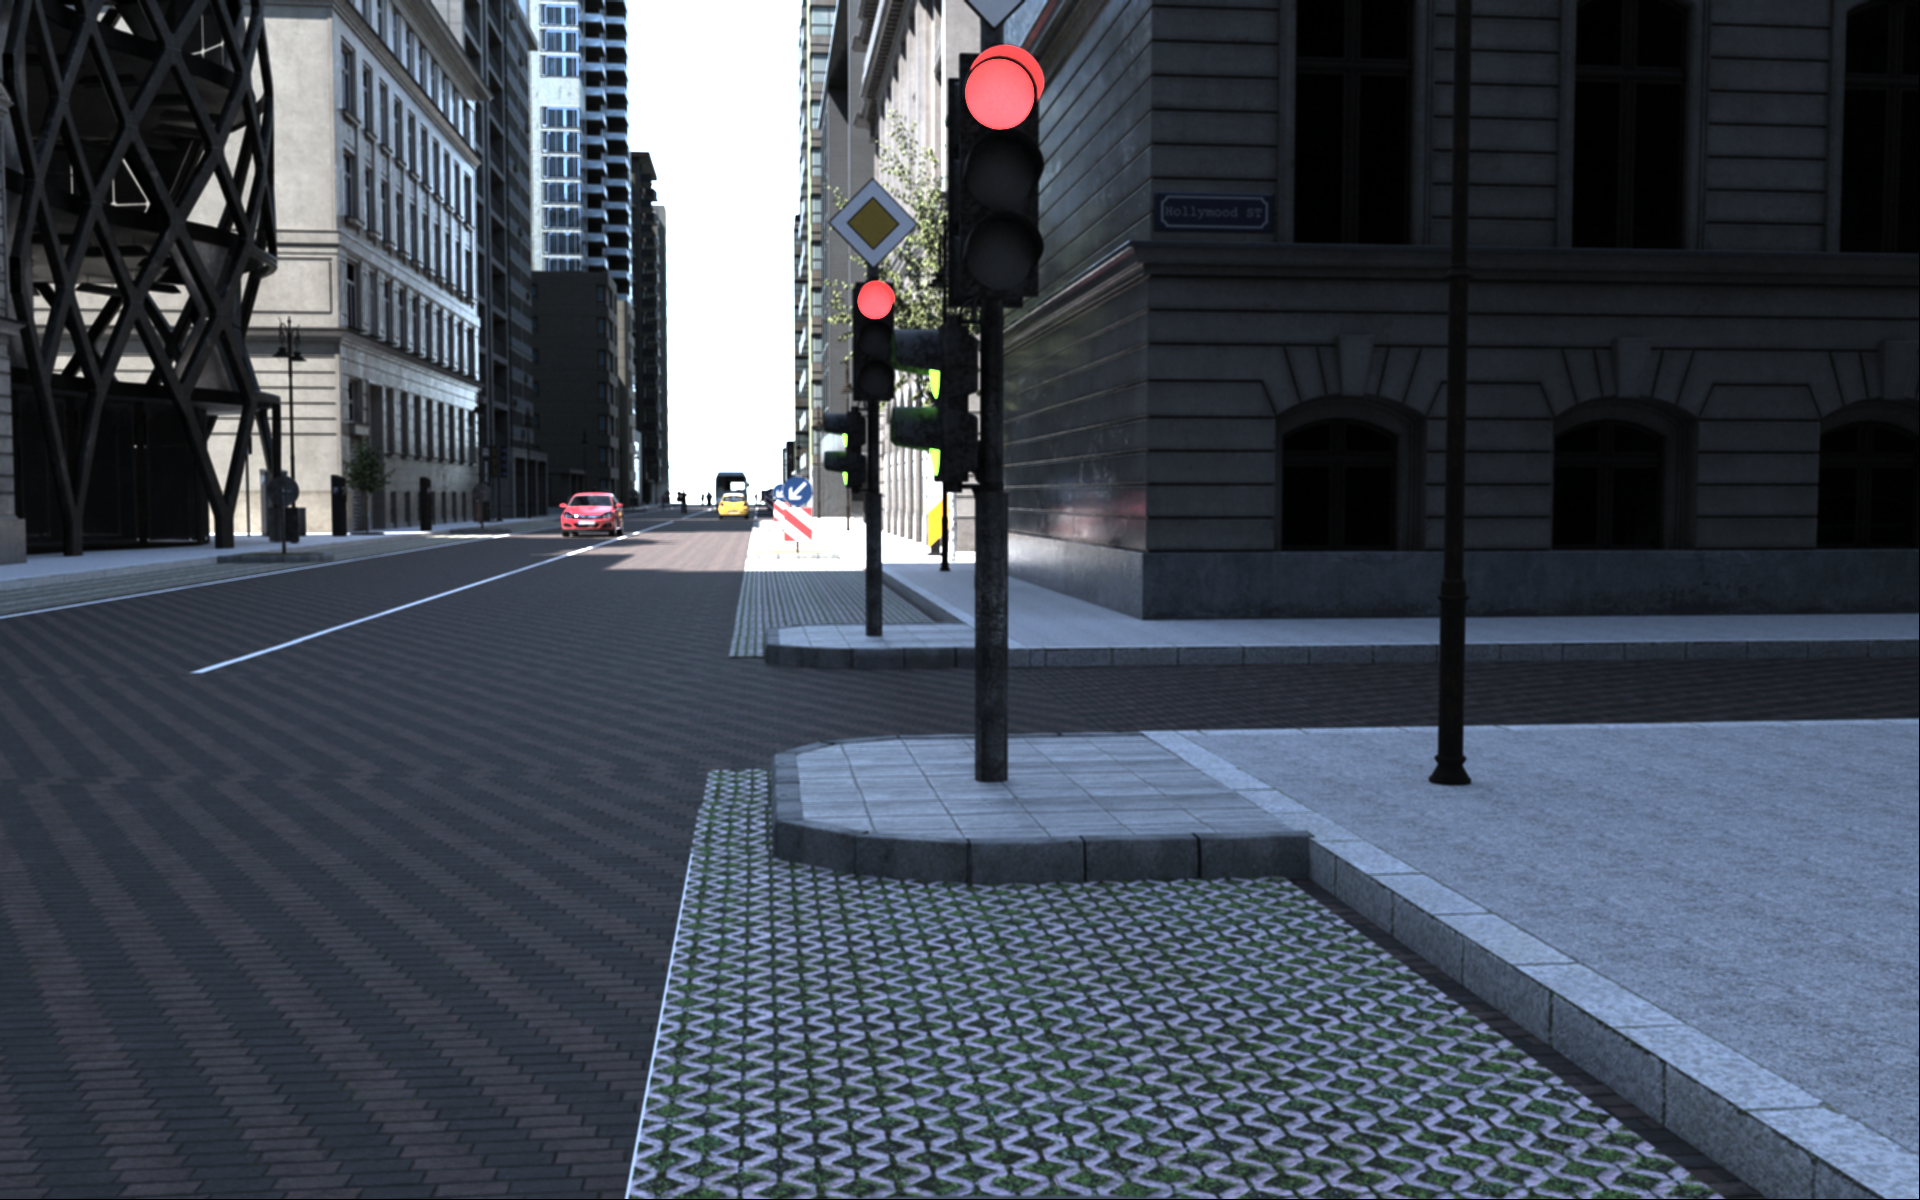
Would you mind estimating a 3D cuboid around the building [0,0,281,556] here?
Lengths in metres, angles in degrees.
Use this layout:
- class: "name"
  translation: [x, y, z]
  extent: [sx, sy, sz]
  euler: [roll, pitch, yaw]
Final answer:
- class: "building"
  translation: [-25.440, -10.590, 40.604]
  extent: [16.820, 18.784, 16.811]
  euler: [0, 4, -7]

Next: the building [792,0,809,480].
- class: "building"
  translation: [-2.755, -32.545, 151.713]
  extent: [23.786, 49.044, 30.456]
  euler: [0, 4, -7]

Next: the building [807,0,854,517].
- class: "building"
  translation: [-1.943, -25.575, 101.743]
  extent: [14.154, 41.232, 14.086]
  euler: [0, 4, -7]

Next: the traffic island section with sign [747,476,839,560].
- class: "traffic island section with sign"
  translation: [-3.725, -1.822, 38.422]
  extent: [1.989, 1.847, 2.006]
  euler: [0, 4, -7]

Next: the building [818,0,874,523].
- class: "building"
  translation: [1.400, -15.743, 76.470]
  extent: [14.314, 24.678, 30.058]
  euler: [0, 4, -7]

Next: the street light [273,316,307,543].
- class: "street light"
  translation: [-17.428, -4.427, 45.170]
  extent: [0.468, 5.910, 1.993]
  euler: [0, 4, -7]

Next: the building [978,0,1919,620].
- class: "building"
  translation: [18.082, -12.528, 23.922]
  extent: [34.723, 24.649, 14.460]
  euler: [0, 4, -7]

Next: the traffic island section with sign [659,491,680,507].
- class: "traffic island section with sign"
  translation: [-32.676, -11.339, 194.012]
  extent: [1.989, 1.847, 2.006]
  euler: [0, 4, -7]

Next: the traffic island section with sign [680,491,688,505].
- class: "traffic island section with sign"
  translation: [-35.842, -13.018, 221.464]
  extent: [1.989, 1.847, 2.006]
  euler: [0, 4, -7]

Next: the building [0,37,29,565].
- class: "building"
  translation: [-21.030, -9.636, 22.172]
  extent: [10.561, 19.102, 19.286]
  euler: [0, 4, -7]

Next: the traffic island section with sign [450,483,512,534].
- class: "traffic island section with sign"
  translation: [-17.517, -3.352, 63.439]
  extent: [1.989, 1.847, 2.006]
  euler: [0, 4, -7]

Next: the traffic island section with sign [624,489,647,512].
- class: "traffic island section with sign"
  translation: [-26.461, -8.072, 140.611]
  extent: [1.989, 1.847, 2.006]
  euler: [0, 4, -7]

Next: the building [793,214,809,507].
- class: "building"
  translation: [-10.395, -25.059, 181.414]
  extent: [14.160, 30.474, 14.107]
  euler: [0, 4, -7]

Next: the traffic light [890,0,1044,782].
- class: "traffic light"
  translation: [0.122, -1.146, 7.661]
  extent: [0.839, 4.253, 0.868]
  euler: [0, 4, -7]

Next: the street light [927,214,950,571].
- class: "street light"
  translation: [-0.253, -3.426, 28.808]
  extent: [0.468, 5.910, 1.993]
  euler: [0, 4, -7]

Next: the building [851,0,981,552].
- class: "building"
  translation: [4.169, -12.715, 49.688]
  extent: [13.314, 21.916, 24.055]
  euler: [0, 4, -7]

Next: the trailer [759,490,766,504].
- class: "trailer"
  translation: [-27.407, -14.412, 242.686]
  extent: [1.471, 1.999, 3.904]
  euler: [0, 4, -6]

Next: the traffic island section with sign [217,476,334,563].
- class: "traffic island section with sign"
  translation: [-14.409, -1.714, 36.656]
  extent: [1.989, 1.847, 2.006]
  euler: [0, 4, -7]

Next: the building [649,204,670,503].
- class: "building"
  translation: [-47.404, -33.863, 237.252]
  extent: [14.154, 41.232, 14.086]
  euler: [0, 4, -7]

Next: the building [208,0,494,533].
- class: "building"
  translation: [-29.046, -14.441, 69.398]
  extent: [16.112, 22.955, 30.059]
  euler: [0, 4, -7]

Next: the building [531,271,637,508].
- class: "building"
  translation: [-42.744, -18.516, 147.769]
  extent: [27.650, 21.520, 28.899]
  euler: [0, 4, -7]

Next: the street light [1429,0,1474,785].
- class: "street light"
  translation: [2.182, -2.125, 7.533]
  extent: [0.468, 5.910, 1.993]
  euler: [0, 4, -7]

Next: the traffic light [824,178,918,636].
- class: "traffic light"
  translation: [-0.798, -1.631, 15.593]
  extent: [0.839, 4.253, 0.868]
  euler: [0, 4, -7]

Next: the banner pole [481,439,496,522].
- class: "banner pole"
  translation: [-21.404, -5.423, 78.689]
  extent: [0.401, 3.779, 0.863]
  euler: [2, 4, 29]

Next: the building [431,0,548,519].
- class: "building"
  translation: [-34.611, -40.310, 97.323]
  extent: [20.563, 71.187, 20.611]
  euler: [0, 4, -7]

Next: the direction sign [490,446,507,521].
- class: "direction sign"
  translation: [-21.743, -5.484, 81.667]
  extent: [0.876, 3.537, 0.379]
  euler: [-3, 5, -44]

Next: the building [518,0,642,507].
- class: "building"
  translation: [-45.234, -53.291, 183.971]
  extent: [22.319, 86.520, 31.000]
  euler: [0, 4, -7]

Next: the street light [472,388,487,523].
- class: "street light"
  translation: [-20.925, -6.283, 75.511]
  extent: [0.468, 5.910, 1.993]
  euler: [0, 4, -7]

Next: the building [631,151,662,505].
- class: "building"
  translation: [-48.887, -34.282, 215.134]
  extent: [22.147, 44.769, 28.867]
  euler: [0, 4, -7]

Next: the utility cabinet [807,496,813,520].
- class: "utility cabinet"
  translation: [-7.391, -4.550, 85.546]
  extent: [0.306, 1.237, 1.020]
  euler: [0, 4, -6]

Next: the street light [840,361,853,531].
- class: "street light"
  translation: [-3.867, -5.317, 59.726]
  extent: [0.468, 5.910, 1.993]
  euler: [0, 4, -7]

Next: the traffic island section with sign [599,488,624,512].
- class: "traffic island section with sign"
  translation: [-23.365, -6.435, 113.834]
  extent: [1.989, 1.847, 2.006]
  euler: [0, 4, -7]

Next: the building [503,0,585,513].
- class: "building"
  translation: [-43.083, -26.191, 120.102]
  extent: [32.217, 40.220, 23.993]
  euler: [0, 4, -7]

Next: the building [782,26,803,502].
- class: "building"
  translation: [-12.822, -56.304, 233.234]
  extent: [22.319, 86.520, 31.000]
  euler: [0, 4, -7]
